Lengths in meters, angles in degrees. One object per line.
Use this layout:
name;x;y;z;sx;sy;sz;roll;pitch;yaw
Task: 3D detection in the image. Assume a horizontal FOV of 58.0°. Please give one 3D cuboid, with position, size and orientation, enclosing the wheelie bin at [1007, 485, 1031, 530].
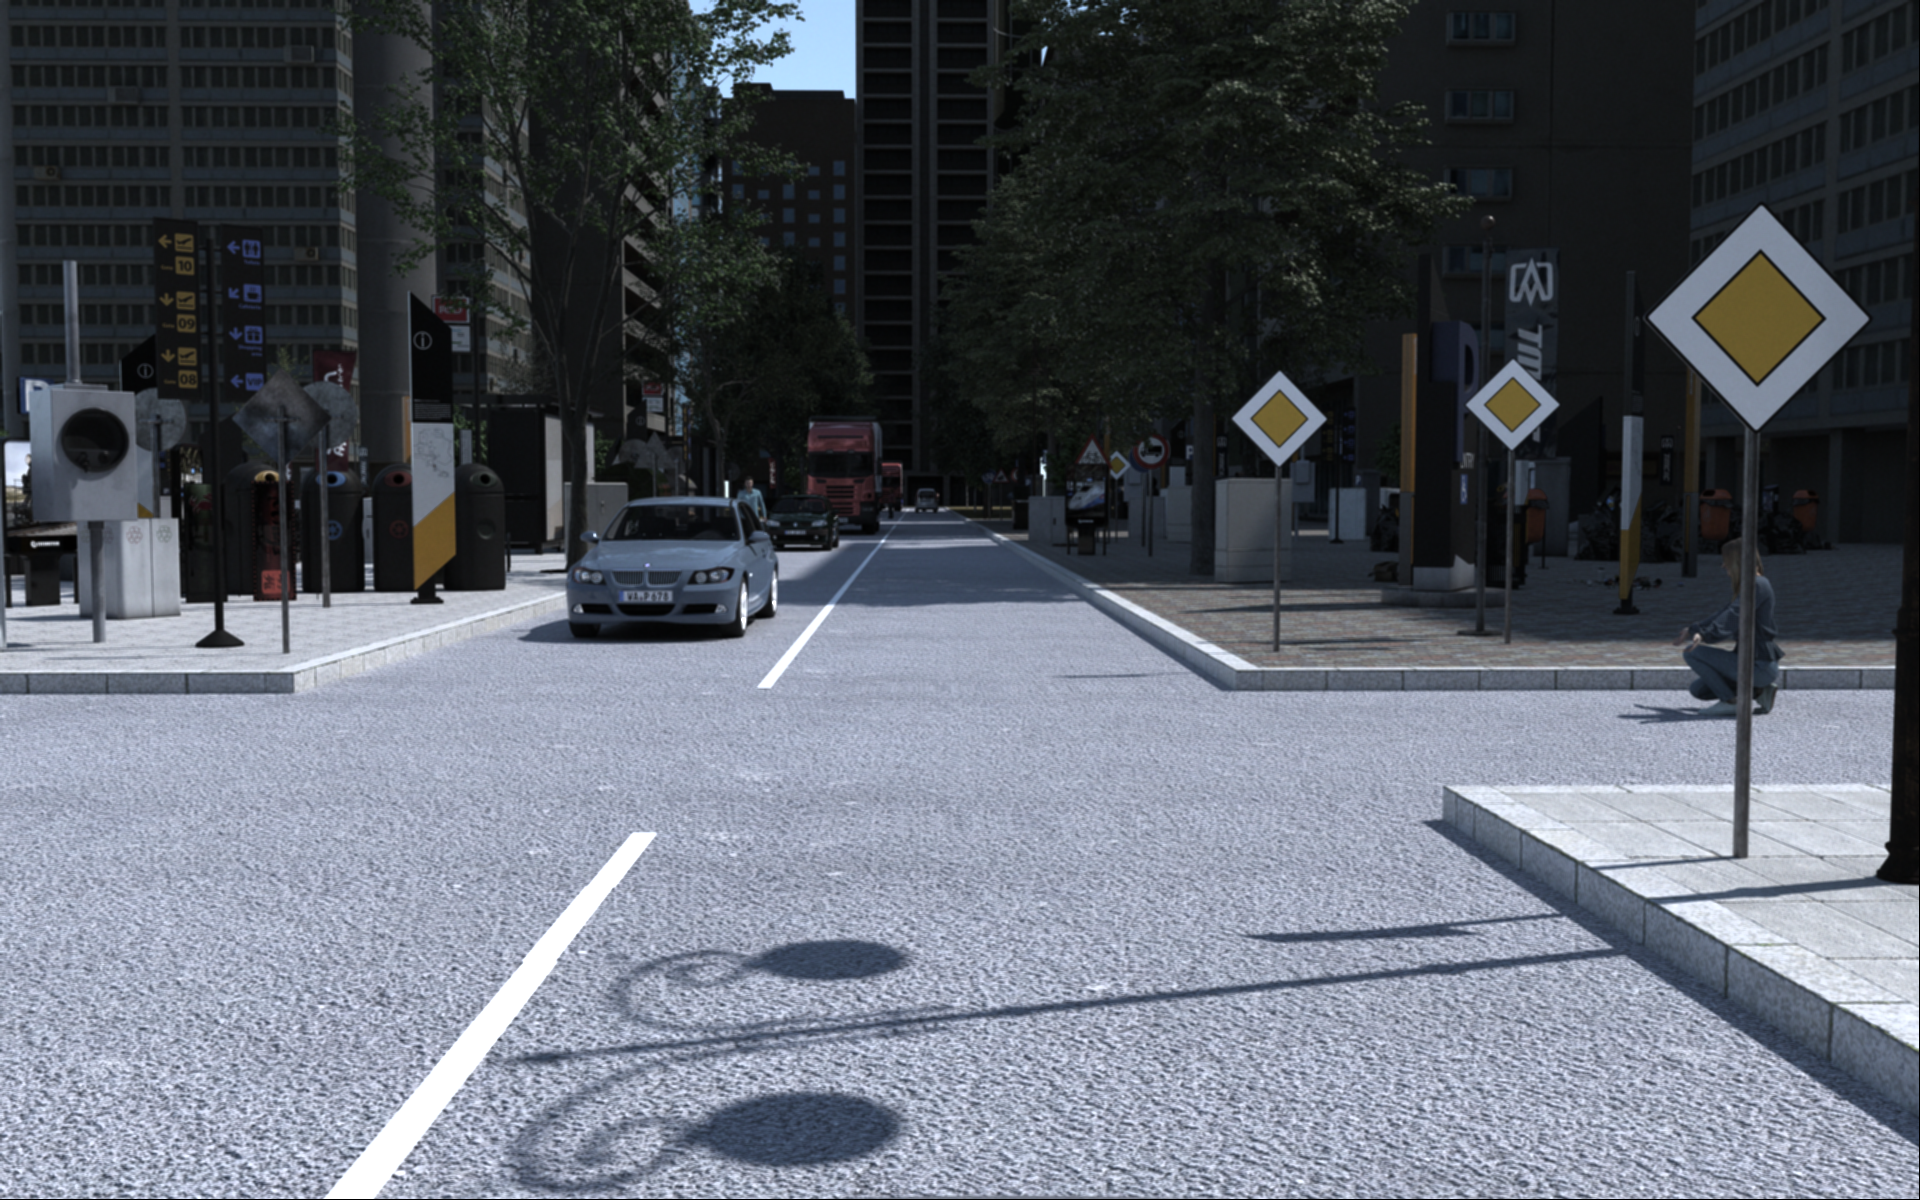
wheelie bin;2.182;-3.354;62.740;0.980;1.594;0.693;-1;4;-9

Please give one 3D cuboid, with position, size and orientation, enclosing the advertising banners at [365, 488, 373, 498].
advertising banners;-16.729;-3.188;48.318;2.074;3.025;0.090;0;4;2

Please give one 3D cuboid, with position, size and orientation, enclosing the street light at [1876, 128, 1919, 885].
street light;3.153;-2.006;5.589;0.468;5.910;1.993;0;4;-1

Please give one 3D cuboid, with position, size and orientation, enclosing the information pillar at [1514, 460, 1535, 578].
information pillar;8.655;-2.160;26.672;0.183;3.616;0.504;2;4;33

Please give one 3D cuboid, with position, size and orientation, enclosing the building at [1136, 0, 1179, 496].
building;24.633;-36.380;136.819;21.231;58.520;28.212;0;4;-1

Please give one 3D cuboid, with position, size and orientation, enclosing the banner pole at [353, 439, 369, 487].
banner pole;-27.100;-5.399;78.292;0.863;3.779;0.401;0;4;8

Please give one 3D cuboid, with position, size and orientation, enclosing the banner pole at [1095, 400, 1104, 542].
banner pole;3.730;-3.434;46.165;0.401;3.779;0.863;1;4;19

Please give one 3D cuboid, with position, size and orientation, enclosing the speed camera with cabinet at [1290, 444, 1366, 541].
speed camera with cabinet;10.093;-3.253;47.523;2.038;3.252;0.660;1;4;10

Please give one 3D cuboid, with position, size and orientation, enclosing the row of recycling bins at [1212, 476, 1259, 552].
row of recycling bins;6.382;-2.004;39.882;1.069;1.692;3.534;2;4;24

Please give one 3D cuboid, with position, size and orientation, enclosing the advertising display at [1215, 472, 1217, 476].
advertising display;7.190;-2.733;49.896;0.123;1.923;0.974;2;4;27

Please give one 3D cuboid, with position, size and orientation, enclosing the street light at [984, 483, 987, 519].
street light;1.292;-7.056;88.147;0.468;5.910;1.993;0;4;-1

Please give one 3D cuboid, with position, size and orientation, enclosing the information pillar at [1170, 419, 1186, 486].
information pillar;6.539;-3.707;51.965;0.504;3.616;0.183;-1;4;-16

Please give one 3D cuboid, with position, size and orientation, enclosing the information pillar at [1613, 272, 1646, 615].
information pillar;7.191;-1.662;18.522;0.183;3.616;0.504;3;4;36

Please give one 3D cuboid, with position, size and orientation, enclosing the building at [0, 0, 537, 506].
building;-38.468;-24.950;99.813;32.217;40.220;23.993;0;4;-1

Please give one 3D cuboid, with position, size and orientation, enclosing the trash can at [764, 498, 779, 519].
trash can;-7.141;-3.330;66.102;0.748;1.137;0.748;0;3;0

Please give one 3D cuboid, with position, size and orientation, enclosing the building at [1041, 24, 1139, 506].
building;23.040;-37.376;200.343;27.495;52.752;28.713;0;4;-1

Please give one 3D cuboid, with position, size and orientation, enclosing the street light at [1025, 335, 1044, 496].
street light;2.175;-4.759;50.591;0.468;5.910;1.993;0;4;-1

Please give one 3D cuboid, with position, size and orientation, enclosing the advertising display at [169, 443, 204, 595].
advertising display;-9.942;-1.046;22.322;0.123;1.923;0.974;0;4;-7

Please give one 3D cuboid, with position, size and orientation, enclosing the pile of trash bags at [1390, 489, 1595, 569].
pile of trash bags;9.494;-1.308;31.137;1.912;1.369;3.447;-1;4;-14

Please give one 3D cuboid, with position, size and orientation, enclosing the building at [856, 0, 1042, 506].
building;-1.131;-46.344;195.980;20.611;71.187;20.563;0;4;-1

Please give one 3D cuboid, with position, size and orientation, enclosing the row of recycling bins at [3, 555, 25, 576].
row of recycling bins;-15.264;-1.166;26.180;1.069;1.692;3.534;0;4;0

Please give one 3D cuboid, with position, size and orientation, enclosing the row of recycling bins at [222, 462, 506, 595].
row of recycling bins;-7.828;-0.960;22.809;3.534;1.692;1.069;-1;4;-19

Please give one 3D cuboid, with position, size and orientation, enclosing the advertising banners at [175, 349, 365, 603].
advertising banners;-8.245;-1.498;20.679;2.074;3.025;0.090;-2;4;-29

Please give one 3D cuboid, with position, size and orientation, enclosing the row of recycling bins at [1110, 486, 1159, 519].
row of recycling bins;8.572;-4.974;88.438;3.534;1.692;1.069;2;4;35

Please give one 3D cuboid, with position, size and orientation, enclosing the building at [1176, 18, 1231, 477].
building;22.495;-28.469;115.576;14.600;45.320;14.200;0;4;-1

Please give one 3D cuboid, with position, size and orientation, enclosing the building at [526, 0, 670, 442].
building;-32.900;-30.513;122.588;21.300;48.544;21.600;0;4;-1

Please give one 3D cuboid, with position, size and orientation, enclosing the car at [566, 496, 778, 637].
car;-3.017;-0.420;18.868;2.014;1.417;4.499;0;4;0

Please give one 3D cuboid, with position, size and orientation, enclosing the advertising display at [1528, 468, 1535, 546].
advertising display;14.511;-2.313;43.038;0.974;1.923;0.123;-1;4;-15

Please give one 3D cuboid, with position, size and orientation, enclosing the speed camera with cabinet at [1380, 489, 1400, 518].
speed camera with cabinet;14.203;-3.733;55.365;2.038;3.252;0.660;-2;4;-28

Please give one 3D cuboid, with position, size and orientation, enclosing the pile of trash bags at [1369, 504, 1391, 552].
pile of trash bags;10.964;-1.757;38.475;3.447;1.369;1.912;0;4;-6

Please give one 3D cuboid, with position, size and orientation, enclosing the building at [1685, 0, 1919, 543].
building;34.119;-21.452;42.627;23.993;40.220;32.217;0;4;-1

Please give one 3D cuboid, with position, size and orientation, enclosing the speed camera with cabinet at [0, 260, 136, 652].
speed camera with cabinet;-7.892;-1.213;14.165;0.660;3.252;2.038;3;5;44

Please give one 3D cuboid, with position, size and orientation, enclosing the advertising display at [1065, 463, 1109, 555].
advertising display;2.663;-1.907;36.390;0.974;1.923;0.123;2;4;32

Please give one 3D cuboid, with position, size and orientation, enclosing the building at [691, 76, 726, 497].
building;-41.095;-35.354;197.640;30.456;49.044;23.786;0;4;-1

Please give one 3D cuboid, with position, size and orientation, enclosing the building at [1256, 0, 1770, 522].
building;26.236;-27.802;78.261;21.300;48.544;21.600;0;4;-1

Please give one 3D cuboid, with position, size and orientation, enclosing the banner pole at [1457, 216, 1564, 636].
banner pole;4.955;-1.564;15.589;0.863;3.779;0.401;2;4;25

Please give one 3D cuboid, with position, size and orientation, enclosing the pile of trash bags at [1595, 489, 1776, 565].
pile of trash bags;13.231;-1.399;32.634;1.912;1.369;3.447;-1;4;-18

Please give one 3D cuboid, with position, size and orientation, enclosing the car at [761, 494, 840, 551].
car;-4.097;-2.155;45.025;2.009;1.686;4.222;0;4;0

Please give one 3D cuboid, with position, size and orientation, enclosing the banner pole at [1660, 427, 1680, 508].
banner pole;26.529;-4.564;64.636;0.863;3.779;0.401;0;4;6

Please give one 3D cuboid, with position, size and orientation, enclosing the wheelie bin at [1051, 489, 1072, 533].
wheelie bin;3.347;-2.986;56.732;0.693;1.594;0.980;-3;5;-44

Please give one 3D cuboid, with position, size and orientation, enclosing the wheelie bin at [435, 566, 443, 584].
wheelie bin;-7.632;-1.031;24.765;0.980;1.594;0.693;-1;4;-17

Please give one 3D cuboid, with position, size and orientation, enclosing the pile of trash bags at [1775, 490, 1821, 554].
pile of trash bags;17.416;-1.694;37.453;3.447;1.369;1.912;-2;4;-32

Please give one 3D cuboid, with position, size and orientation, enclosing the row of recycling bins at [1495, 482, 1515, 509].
row of recycling bins;19.379;-3.233;59.964;1.069;1.692;3.534;0;4;3

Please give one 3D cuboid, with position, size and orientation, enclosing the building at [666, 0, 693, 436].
building;-30.163;-30.145;142.988;14.200;45.320;14.600;0;4;-1

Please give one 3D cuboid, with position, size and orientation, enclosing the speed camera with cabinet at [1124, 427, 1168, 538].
speed camera with cabinet;5.859;-3.465;50.995;2.038;3.252;0.660;1;4;9

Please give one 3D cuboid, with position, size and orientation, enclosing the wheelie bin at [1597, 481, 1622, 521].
wheelie bin;16.050;-2.119;42.558;0.693;1.594;0.980;1;4;8

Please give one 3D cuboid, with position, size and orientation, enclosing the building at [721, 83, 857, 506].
building;-18.439;-33.161;192.292;14.200;45.320;14.600;0;4;-1

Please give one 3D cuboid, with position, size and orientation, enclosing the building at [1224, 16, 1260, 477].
building;22.528;-20.196;101.899;14.160;30.474;14.107;0;4;-1

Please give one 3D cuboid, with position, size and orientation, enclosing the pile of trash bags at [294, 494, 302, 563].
pile of trash bags;-13.173;-1.360;31.991;1.912;1.369;3.447;1;4;13

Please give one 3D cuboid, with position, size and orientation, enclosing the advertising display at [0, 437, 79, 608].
advertising display;-10.539;-0.895;19.852;0.123;1.923;0.974;2;4;27

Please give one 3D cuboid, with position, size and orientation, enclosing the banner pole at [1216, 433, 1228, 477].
banner pole;9.334;-4.446;62.711;0.863;3.779;0.401;-1;4;-23

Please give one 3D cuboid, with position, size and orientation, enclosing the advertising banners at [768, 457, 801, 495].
advertising banners;-8.433;-5.324;83.230;0.090;3.025;2.074;3;5;43
